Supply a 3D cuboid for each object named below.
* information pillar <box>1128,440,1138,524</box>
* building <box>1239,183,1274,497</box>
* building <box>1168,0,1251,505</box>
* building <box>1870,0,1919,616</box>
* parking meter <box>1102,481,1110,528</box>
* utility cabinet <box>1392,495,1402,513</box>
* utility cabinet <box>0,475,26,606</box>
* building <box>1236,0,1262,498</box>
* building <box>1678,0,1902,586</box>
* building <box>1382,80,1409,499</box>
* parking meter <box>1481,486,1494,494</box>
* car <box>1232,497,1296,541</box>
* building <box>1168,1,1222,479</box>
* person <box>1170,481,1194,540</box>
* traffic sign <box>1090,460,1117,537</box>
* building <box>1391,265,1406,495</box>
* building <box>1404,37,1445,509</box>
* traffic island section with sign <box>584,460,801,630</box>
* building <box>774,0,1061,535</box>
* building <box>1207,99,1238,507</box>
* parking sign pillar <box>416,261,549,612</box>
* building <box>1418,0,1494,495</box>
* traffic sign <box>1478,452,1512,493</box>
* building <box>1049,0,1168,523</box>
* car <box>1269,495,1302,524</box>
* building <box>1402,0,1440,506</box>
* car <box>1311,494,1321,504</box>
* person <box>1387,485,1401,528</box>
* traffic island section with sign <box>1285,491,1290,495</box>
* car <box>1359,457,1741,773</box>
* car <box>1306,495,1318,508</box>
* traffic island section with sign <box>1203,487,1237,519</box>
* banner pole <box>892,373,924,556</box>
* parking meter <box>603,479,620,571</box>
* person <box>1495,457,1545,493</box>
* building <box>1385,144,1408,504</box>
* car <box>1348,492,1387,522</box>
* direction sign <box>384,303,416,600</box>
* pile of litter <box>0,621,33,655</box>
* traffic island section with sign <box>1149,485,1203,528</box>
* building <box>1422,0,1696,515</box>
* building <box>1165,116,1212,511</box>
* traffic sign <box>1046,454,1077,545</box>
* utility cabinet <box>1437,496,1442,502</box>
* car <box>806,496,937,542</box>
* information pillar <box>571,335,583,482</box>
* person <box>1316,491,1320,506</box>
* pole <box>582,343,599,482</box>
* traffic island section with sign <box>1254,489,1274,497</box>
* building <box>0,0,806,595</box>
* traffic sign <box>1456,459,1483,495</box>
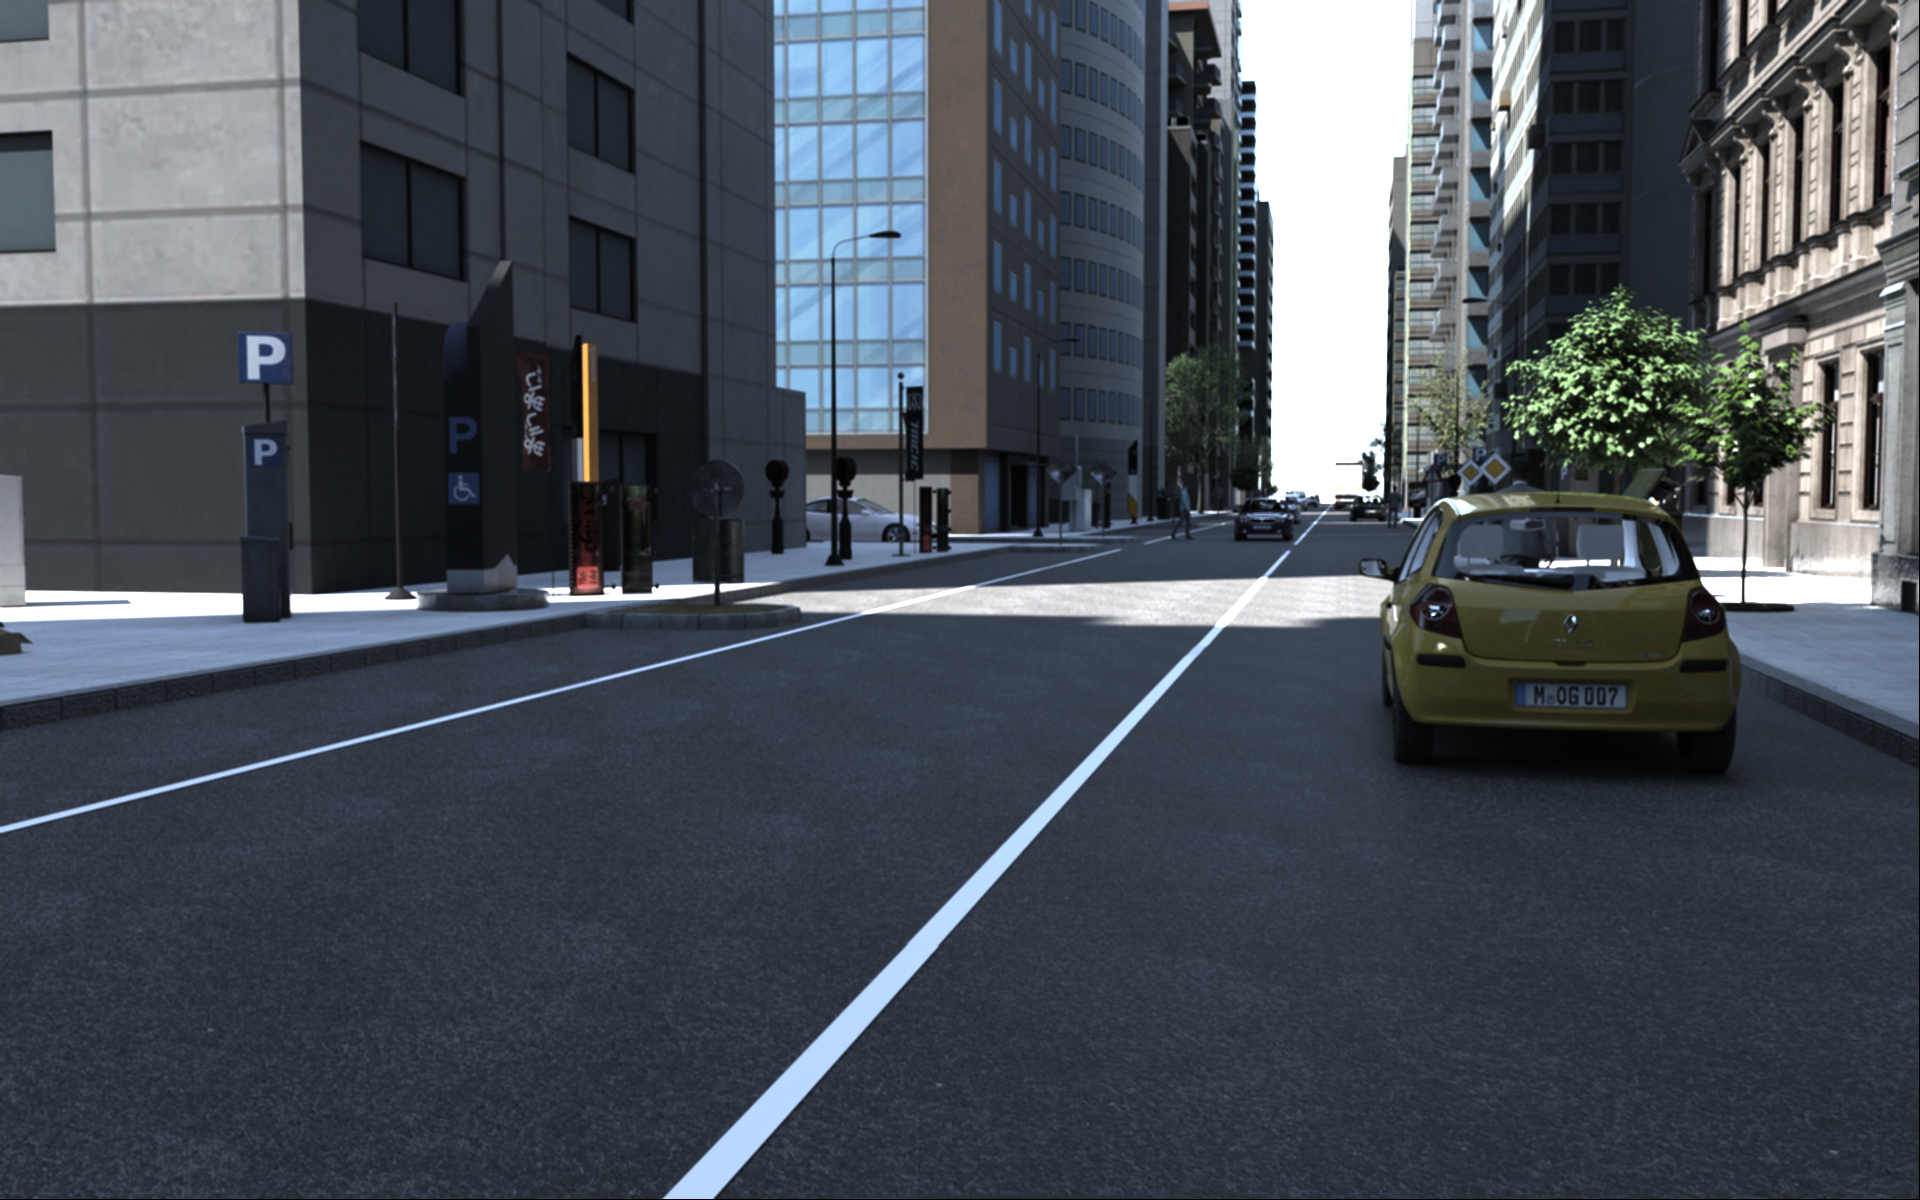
[{"bbox_3d":[7.420,-5.072,74.280,0.504,3.616,0.183,-3,4,-39],"label":"information pillar"},{"bbox_3d":[37.989,-39.668,272.278,21.300,48.544,21.600,1,4,12],"label":"building"},{"bbox_3d":[26.928,-47.854,220.667,20.563,71.187,20.611,1,4,12],"label":"building"},{"bbox_3d":[13.143,-9.814,9.611,9.793,20.994,18.267,1,4,12],"label":"building"},{"bbox_3d":[5.473,-3.617,64.845,0.255,1.863,0.399,0,4,-5],"label":"parking meter"},{"bbox_3d":[30.320,-6.664,120.124,0.306,1.237,1.020,3,4,38],"label":"utility cabinet"},{"bbox_3d":[-10.959,-0.692,19.985,0.318,1.500,1.173,-2,4,-29],"label":"utility cabinet"},{"bbox_3d":[32.144,-57.049,245.427,22.319,86.520,31.000,1,4,12],"label":"building"},{"bbox_3d":[18.449,-9.978,27.770,10.561,19.102,19.286,1,4,12],"label":"building"},{"bbox_3d":[75.454,-57.846,258.454,22.319,86.520,31.000,1,4,12],"label":"building"},{"bbox_3d":[16.033,-2.710,52.715,0.372,1.533,0.369,0,3,0],"label":"parking meter"},{"bbox_3d":[9.551,-2.552,54.311,1.945,1.354,3.894,1,4,12],"label":"car"},{"bbox_3d":[11.672,-30.618,155.225,22.147,44.769,28.867,1,4,12],"label":"building"},{"bbox_3d":[7.028,-2.826,54.561,0.748,1.841,0.638,1,4,21],"label":"person"},{"bbox_3d":[4.254,-2.916,51.323,0.795,2.450,0.064,1,4,12],"label":"traffic sign"},{"bbox_3d":[61.603,-27.277,217.676,14.160,30.474,14.107,1,4,12],"label":"building"},{"bbox_3d":[47.924,-28.995,157.657,14.154,41.232,14.086,1,4,12],"label":"building"},{"bbox_3d":[-2.856,-0.649,19.238,1.989,1.847,2.006,1,4,12],"label":"traffic island section with sign"},{"bbox_3d":[-4.381,-25.124,60.885,14.600,45.320,14.200,1,4,12],"label":"building"},{"bbox_3d":[20.189,-30.092,175.605,14.154,41.232,14.086,1,4,12],"label":"building"},{"bbox_3d":[-5.388,-1.896,19.465,1.447,3.967,1.447,0,4,2],"label":"parking sign pillar"},{"bbox_3d":[48.495,-31.494,134.533,23.786,49.044,30.456,1,4,12],"label":"building"},{"bbox_3d":[12.730,-2.301,41.265,0.795,2.450,0.064,1,4,12],"label":"traffic sign"},{"bbox_3d":[-1.101,-33.493,89.611,21.231,58.520,28.212,1,4,12],"label":"building"},{"bbox_3d":[15.663,-4.427,84.388,2.014,1.417,4.499,1,4,14],"label":"car"},{"bbox_3d":[56.477,-38.846,177.135,21.231,58.520,28.212,1,4,12],"label":"building"},{"bbox_3d":[53.967,-15.383,263.506,2.014,1.417,4.499,1,4,12],"label":"car"},{"bbox_3d":[18.495,-3.990,73.937,0.606,1.804,0.583,0,4,-8],"label":"person"},{"bbox_3d":[49.286,-15.119,255.826,1.989,1.847,2.006,1,4,12],"label":"traffic island section with sign"},{"bbox_3d":[3.440,-0.013,10.441,2.015,1.641,3.980,1,4,12],"label":"car"},{"bbox_3d":[36.770,-10.400,182.612,1.945,1.354,3.894,1,4,12],"label":"car"},{"bbox_3d":[14.970,-5.594,100.085,1.989,1.847,2.006,1,4,12],"label":"traffic island section with sign"},{"bbox_3d":[-1.047,-2.790,35.641,0.863,3.779,0.401,3,5,42],"label":"banner pole"},{"bbox_3d":[-5.854,-1.249,28.837,0.372,1.533,0.369,0,3,0],"label":"parking meter"},{"bbox_3d":[5.401,-0.488,16.753,0.678,1.792,0.850,1,4,16],"label":"person"},{"bbox_3d":[68.792,-37.314,233.792,21.300,48.544,21.600,1,4,12],"label":"building"},{"bbox_3d":[21.244,-4.919,90.207,2.009,1.686,4.222,1,4,10],"label":"car"},{"bbox_3d":[-6.820,-1.774,21.001,0.379,3.537,0.876,-1,4,-20],"label":"direction sign"},{"bbox_3d":[-8.086,0.003,13.921,1.176,0.858,1.719,0,4,-5],"label":"pile of litter"},{"bbox_3d":[9.093,-3.962,73.413,1.989,1.847,2.006,1,4,12],"label":"traffic island section with sign"},{"bbox_3d":[43.997,-24.974,100.199,32.217,40.220,23.993,1,4,12],"label":"building"},{"bbox_3d":[11.769,-22.139,133.679,14.160,30.474,14.107,1,4,12],"label":"building"},{"bbox_3d":[2.535,-2.439,43.525,0.795,2.450,0.064,1,4,12],"label":"traffic sign"},{"bbox_3d":[22.179,-4.200,79.833,0.306,1.237,1.020,0,4,7],"label":"utility cabinet"},{"bbox_3d":[-2.950,-2.155,47.600,4.827,1.381,2.083,1,4,12],"label":"car"},{"bbox_3d":[-5.683,-2.104,25.748,0.183,3.616,0.504,-1,4,-22],"label":"information pillar"},{"bbox_3d":[43.295,-12.317,209.867,0.705,1.826,1.348,0,4,-5],"label":"person"},{"bbox_3d":[-5.027,-1.821,23.612,0.158,3.312,0.155,0,3,0],"label":"pole"},{"bbox_3d":[25.534,-8.525,148.015,1.989,1.847,2.006,1,4,12],"label":"traffic island section with sign"},{"bbox_3d":[-15.967,-36.312,31.952,20.611,71.187,20.563,1,4,12],"label":"building"},{"bbox_3d":[14.449,-2.778,49.063,0.795,2.450,0.064,1,4,12],"label":"traffic sign"}]
